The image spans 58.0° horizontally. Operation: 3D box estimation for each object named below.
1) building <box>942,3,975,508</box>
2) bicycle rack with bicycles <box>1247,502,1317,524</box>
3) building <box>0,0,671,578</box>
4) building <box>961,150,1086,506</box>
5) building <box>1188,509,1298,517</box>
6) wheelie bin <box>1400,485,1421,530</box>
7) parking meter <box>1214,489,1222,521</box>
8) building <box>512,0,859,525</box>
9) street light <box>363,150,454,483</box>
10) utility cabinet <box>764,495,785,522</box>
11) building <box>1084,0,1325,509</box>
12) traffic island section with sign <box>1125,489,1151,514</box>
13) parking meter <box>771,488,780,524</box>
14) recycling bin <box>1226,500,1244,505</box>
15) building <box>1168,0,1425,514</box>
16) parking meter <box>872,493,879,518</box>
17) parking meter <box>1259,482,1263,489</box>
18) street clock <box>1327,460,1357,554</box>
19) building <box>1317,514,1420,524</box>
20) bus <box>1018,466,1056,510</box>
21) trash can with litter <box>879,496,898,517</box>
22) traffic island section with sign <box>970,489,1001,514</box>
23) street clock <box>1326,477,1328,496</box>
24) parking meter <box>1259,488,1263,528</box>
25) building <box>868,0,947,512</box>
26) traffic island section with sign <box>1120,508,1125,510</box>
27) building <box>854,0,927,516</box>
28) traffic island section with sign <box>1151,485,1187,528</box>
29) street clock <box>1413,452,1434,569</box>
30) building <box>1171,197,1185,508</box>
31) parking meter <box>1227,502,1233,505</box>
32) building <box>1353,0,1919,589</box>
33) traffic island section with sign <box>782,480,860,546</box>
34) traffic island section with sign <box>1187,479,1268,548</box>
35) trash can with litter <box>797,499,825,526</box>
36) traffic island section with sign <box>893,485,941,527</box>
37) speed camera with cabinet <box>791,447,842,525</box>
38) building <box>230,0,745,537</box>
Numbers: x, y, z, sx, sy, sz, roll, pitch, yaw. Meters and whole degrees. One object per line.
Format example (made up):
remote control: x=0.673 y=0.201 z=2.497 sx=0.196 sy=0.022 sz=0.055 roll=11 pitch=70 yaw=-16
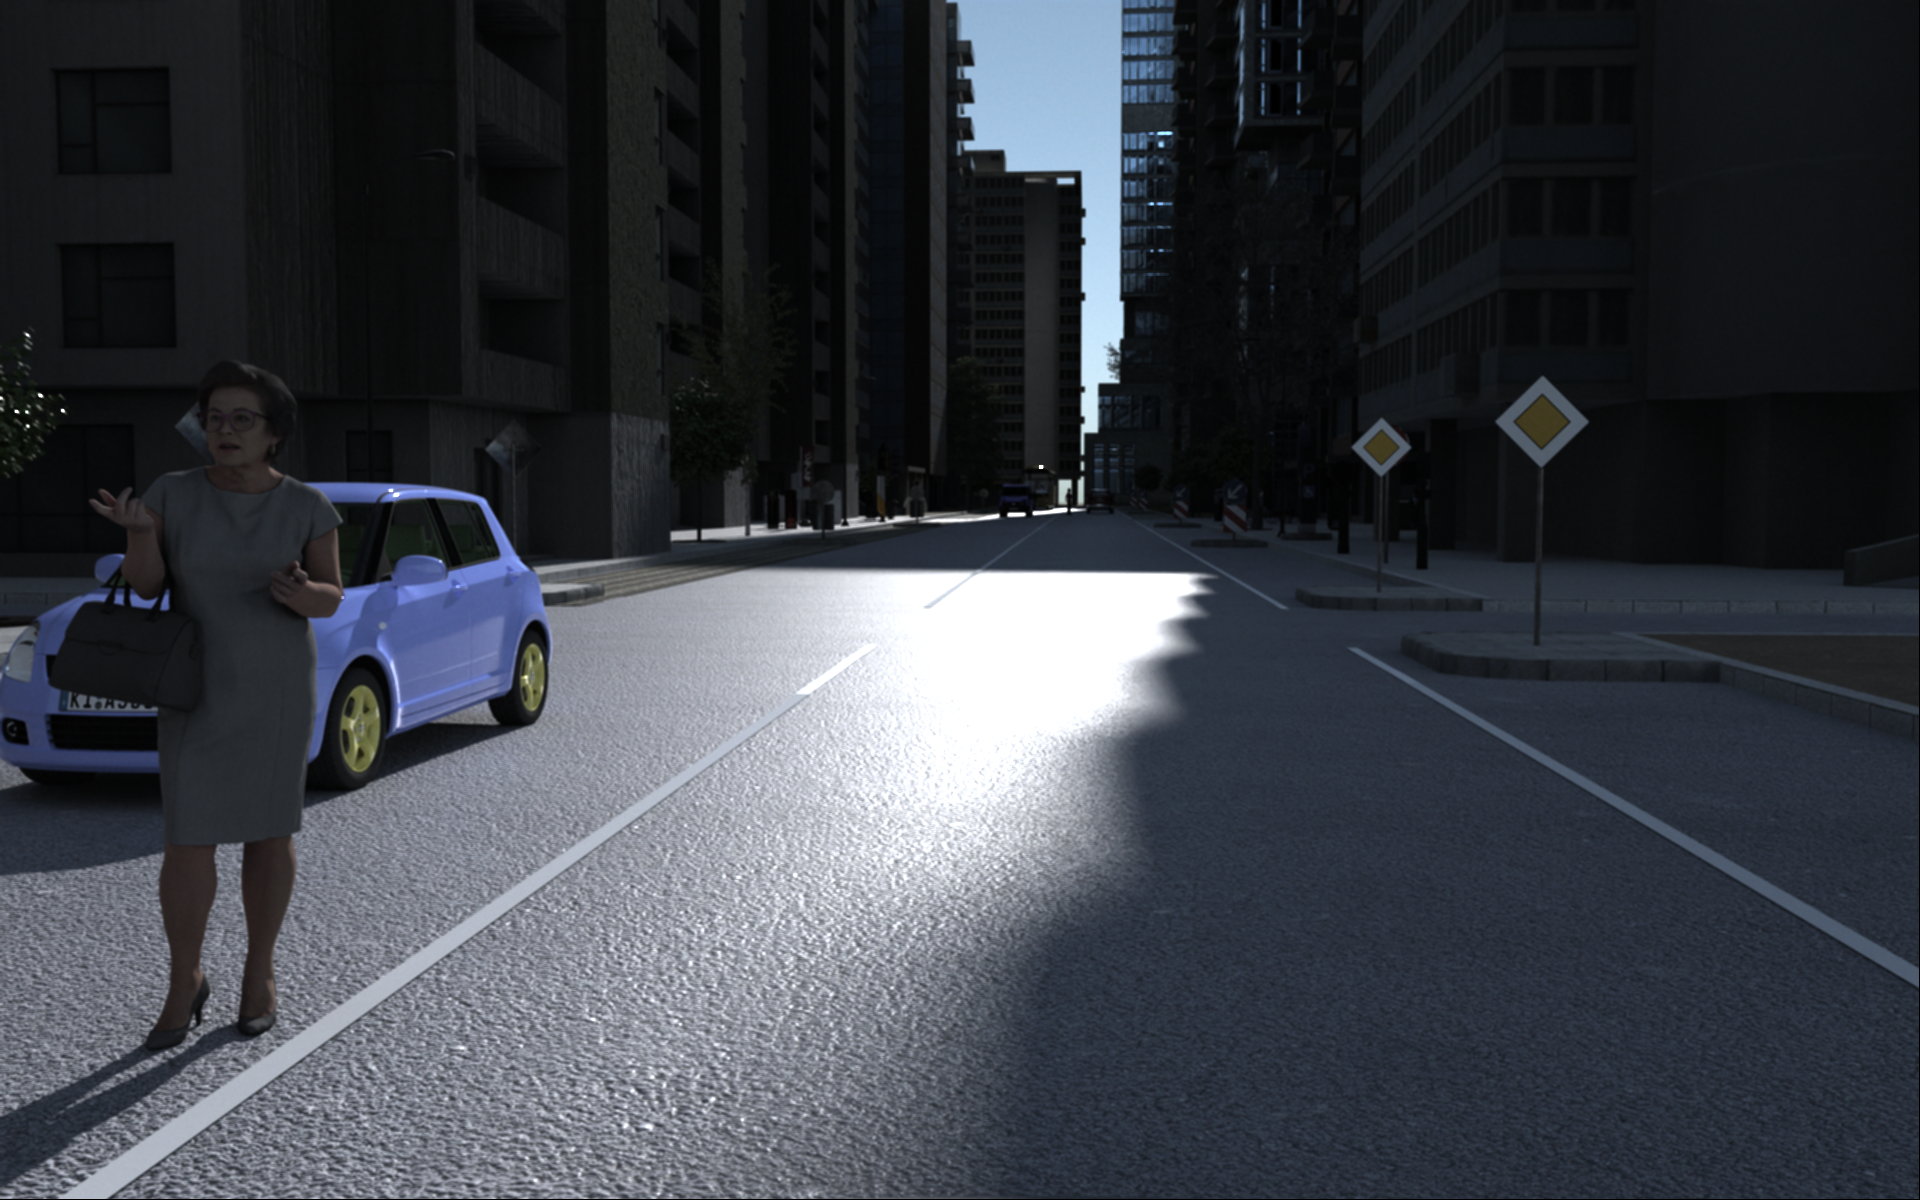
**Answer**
building: x=-14.146 y=-33.165 z=161.849 sx=30.456 sy=49.044 sz=23.786 roll=0 pitch=4 yaw=4
bicycle rack with bicycles: x=14.345 y=-3.806 z=75.611 sx=2.852 sy=0.926 sz=2.925 roll=-3 pitch=4 yaw=-38
building: x=-14.002 y=-15.899 z=31.654 sx=14.160 sy=30.474 sz=14.107 roll=0 pitch=4 yaw=4
building: x=2.296 y=-30.979 z=198.385 sx=23.993 sy=40.220 sz=32.217 roll=0 pitch=4 yaw=4
building: x=26.497 y=-48.800 z=110.549 sx=22.319 sy=86.520 sz=31.000 roll=0 pitch=4 yaw=4
wheelie bin: x=15.855 y=-3.265 z=61.291 sx=0.693 sy=1.594 sz=0.980 roll=-3 pitch=5 yaw=-39
parking meter: x=12.098 y=-4.448 z=81.129 sx=0.372 sy=1.533 sz=0.369 roll=0 pitch=3 yaw=0
building: x=-13.028 y=-19.291 z=87.116 sx=14.160 sy=30.474 sz=14.107 roll=0 pitch=4 yaw=4
street light: x=-7.527 y=-3.122 z=23.591 sx=1.470 sy=5.913 sz=1.316 roll=0 pitch=4 yaw=4
utility cabinet: x=-8.444 y=-4.158 z=79.146 sx=1.020 sy=1.237 sz=0.306 roll=-1 pitch=4 yaw=-14
building: x=29.356 y=-53.664 z=190.076 sx=31.000 sy=86.520 sz=22.319 roll=0 pitch=4 yaw=4
traffic island section with sign: x=13.099 y=-7.127 z=125.154 sx=1.989 sy=1.847 sz=2.006 roll=0 pitch=4 yaw=4
parking meter: x=-7.937 y=-4.033 z=74.344 sx=0.372 sy=1.533 sz=0.369 roll=0 pitch=3 yaw=0
recycling bin: x=12.725 y=-4.136 z=80.182 sx=0.722 sy=1.027 sz=0.722 roll=0 pitch=4 yaw=-3
building: x=28.639 y=-29.836 z=142.440 sx=22.147 sy=44.769 sz=28.867 roll=0 pitch=4 yaw=4
parking meter: x=-4.613 y=-5.425 z=94.415 sx=0.255 sy=1.863 sz=0.399 roll=1 pitch=4 yaw=16
parking meter: x=14.138 y=-4.642 z=81.605 sx=0.255 sy=1.863 sz=0.399 roll=0 pitch=4 yaw=2
street clock: x=8.251 y=-1.997 z=37.215 sx=0.471 sy=2.002 sz=0.358 roll=3 pitch=4 yaw=38
building: x=27.717 y=-26.094 z=81.263 sx=22.147 sy=44.769 sz=28.867 roll=0 pitch=4 yaw=4
bus: x=7.009 y=-9.962 z=154.424 sx=2.896 sy=3.916 sz=12.252 roll=0 pitch=4 yaw=6
trash can with litter: x=-4.005 y=-5.154 z=95.659 sx=1.055 sy=1.170 sz=0.624 roll=-2 pitch=4 yaw=-26
traffic island section with sign: x=1.798 y=-7.116 z=124.969 sx=1.989 sy=1.847 sz=2.006 roll=0 pitch=4 yaw=4
street clock: x=15.190 y=-4.062 z=70.990 sx=0.358 sy=2.002 sz=0.471 roll=0 pitch=4 yaw=-7
parking meter: x=11.173 y=-3.457 z=64.926 sx=0.372 sy=1.533 sz=0.369 roll=0 pitch=3 yaw=0
building: x=-8.468 y=-29.320 z=129.485 sx=14.600 sy=45.320 sz=14.200 roll=0 pitch=4 yaw=4
traffic island section with sign: x=15.138 y=-8.798 z=152.467 sx=1.989 sy=1.847 sz=2.006 roll=0 pitch=4 yaw=4
building: x=-18.815 y=-25.652 z=111.293 sx=32.217 sy=40.220 sz=23.993 roll=0 pitch=4 yaw=4
traffic island section with sign: x=9.365 y=-4.037 z=74.637 sx=1.989 sy=1.847 sz=2.006 roll=0 pitch=4 yaw=4
street clock: x=7.887 y=-1.525 z=29.510 sx=0.358 sy=2.002 sz=0.471 roll=1 pitch=4 yaw=15
building: x=27.091 y=-24.024 z=164.497 sx=14.160 sy=30.474 sz=14.107 roll=0 pitch=4 yaw=4
parking meter: x=10.220 y=-3.473 z=65.200 sx=0.372 sy=1.533 sz=0.369 roll=0 pitch=3 yaw=0
building: x=21.814 y=-21.060 z=36.211 sx=23.993 sy=40.220 sz=32.217 roll=0 pitch=4 yaw=4
traffic island section with sign: x=-3.854 y=-2.452 z=48.717 sx=1.989 sy=1.847 sz=2.006 roll=0 pitch=4 yaw=4
traffic island section with sign: x=7.344 y=-2.371 z=47.390 sx=1.989 sy=1.847 sz=2.006 roll=0 pitch=4 yaw=4
trash can with litter: x=-5.936 y=-3.535 z=69.181 sx=1.055 sy=1.170 sz=0.624 roll=-3 pitch=4 yaw=-38
traffic island section with sign: x=-1.848 y=-4.110 z=75.821 sx=1.989 sy=1.847 sz=2.006 roll=0 pitch=4 yaw=4
speed camera with cabinet: x=-6.028 y=-4.791 z=72.669 sx=2.038 sy=3.252 sz=0.660 roll=-1 pitch=4 yaw=-21
building: x=-16.033 y=-17.805 z=62.812 sx=14.160 sy=30.474 sz=14.107 roll=0 pitch=4 yaw=4
